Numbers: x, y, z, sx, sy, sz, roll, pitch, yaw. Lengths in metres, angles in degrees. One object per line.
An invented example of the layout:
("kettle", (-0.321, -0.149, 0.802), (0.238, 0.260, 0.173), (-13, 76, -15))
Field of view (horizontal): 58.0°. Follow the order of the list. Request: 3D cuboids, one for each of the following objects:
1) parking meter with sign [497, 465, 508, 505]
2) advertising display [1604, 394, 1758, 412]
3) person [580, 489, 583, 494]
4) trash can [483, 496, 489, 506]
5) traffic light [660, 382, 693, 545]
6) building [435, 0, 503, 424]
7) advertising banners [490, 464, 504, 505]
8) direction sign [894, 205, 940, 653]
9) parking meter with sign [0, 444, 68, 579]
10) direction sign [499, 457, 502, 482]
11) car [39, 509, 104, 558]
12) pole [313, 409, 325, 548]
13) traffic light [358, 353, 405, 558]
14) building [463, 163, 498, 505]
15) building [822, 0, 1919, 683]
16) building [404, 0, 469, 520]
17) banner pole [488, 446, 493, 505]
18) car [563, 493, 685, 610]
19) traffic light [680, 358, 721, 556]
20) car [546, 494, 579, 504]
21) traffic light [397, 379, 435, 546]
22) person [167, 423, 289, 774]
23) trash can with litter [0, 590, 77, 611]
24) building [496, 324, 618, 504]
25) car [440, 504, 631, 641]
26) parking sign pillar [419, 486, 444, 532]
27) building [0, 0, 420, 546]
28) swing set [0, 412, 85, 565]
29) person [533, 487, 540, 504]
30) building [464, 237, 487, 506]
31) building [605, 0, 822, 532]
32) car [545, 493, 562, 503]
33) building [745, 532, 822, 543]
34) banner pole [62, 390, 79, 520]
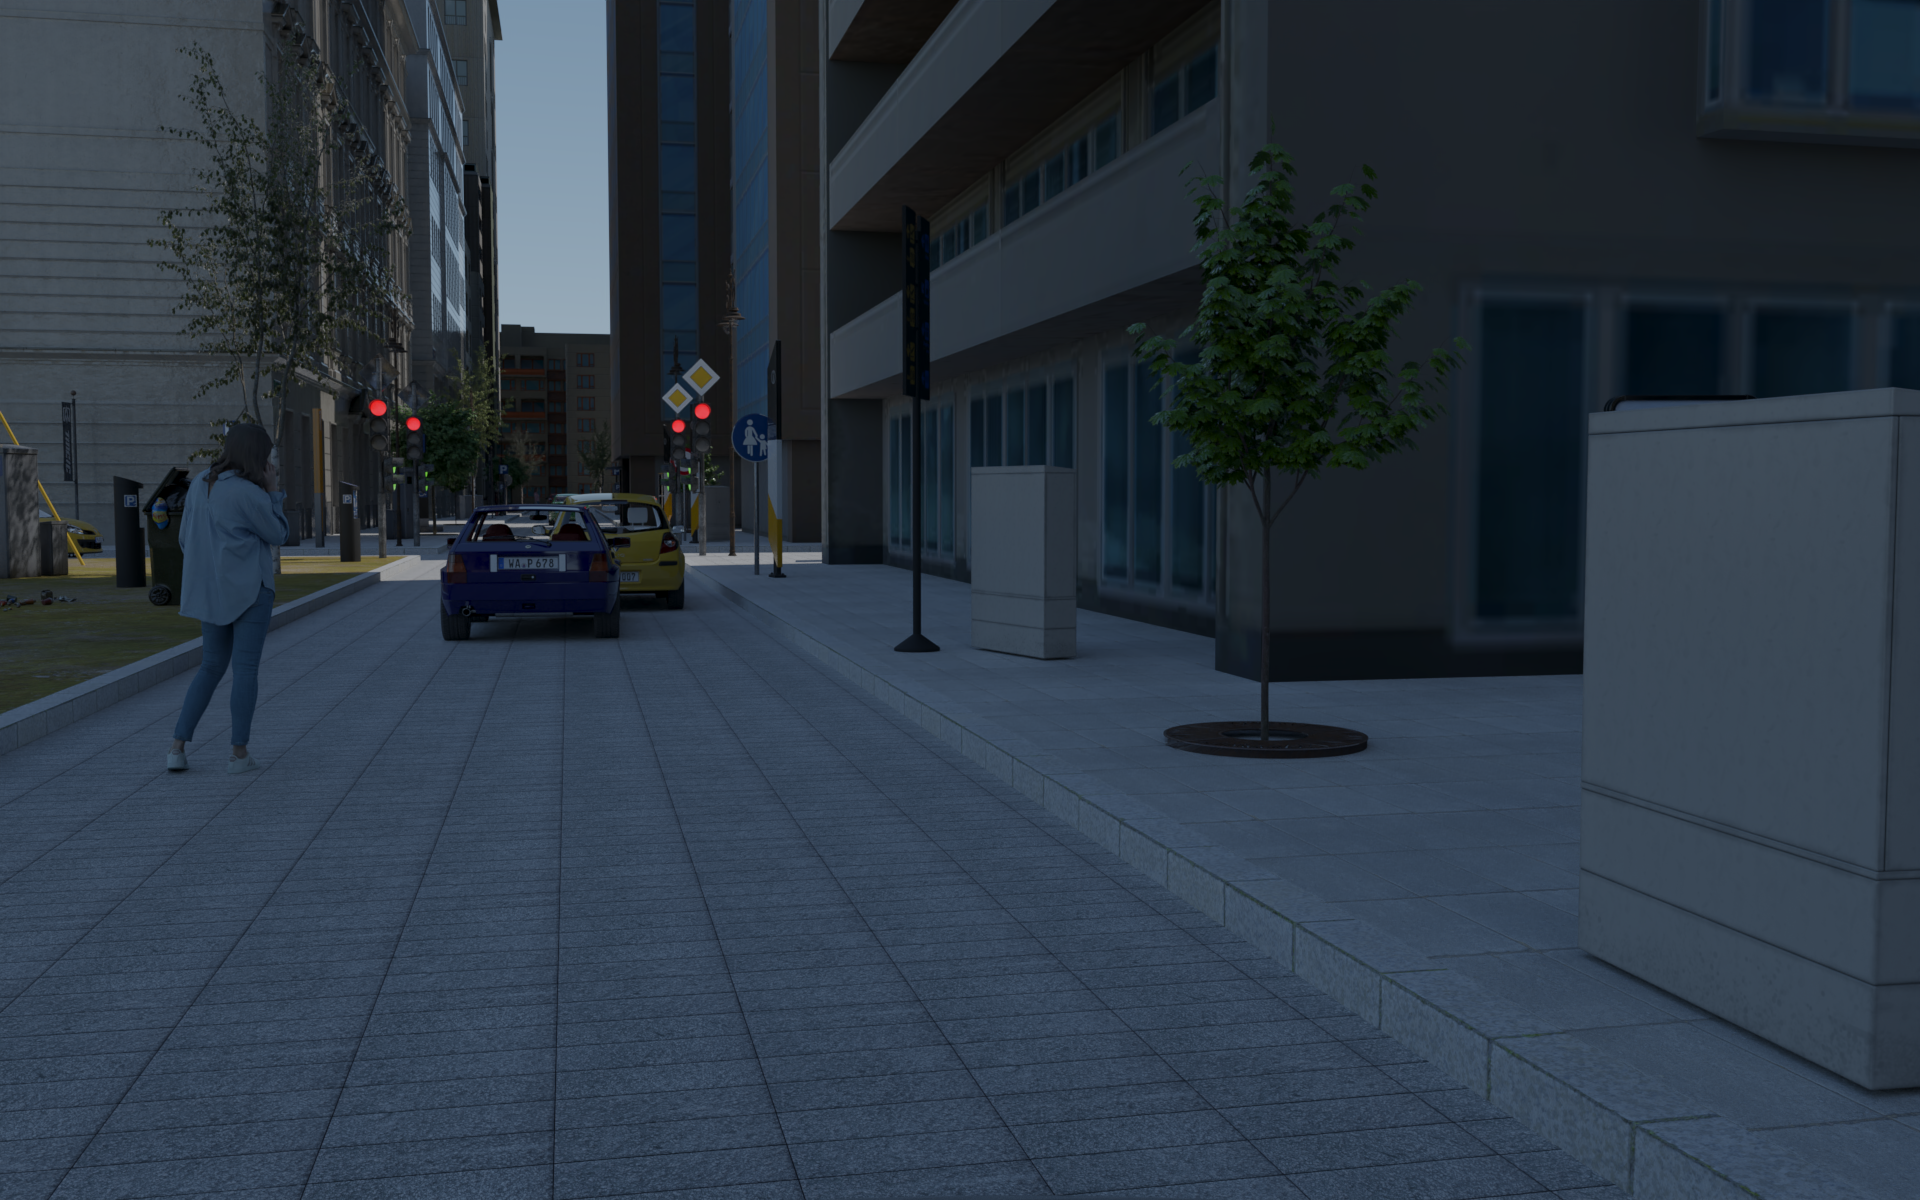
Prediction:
("parking meter with sign", (-27.605, -6.614, 104.396), (0.543, 3.016, 1.738), (-1, 4, -22))
("advertising display", (4.706, -0.374, 11.335), (0.974, 1.923, 0.123), (0, 4, 3))
("person", (-29.770, -7.813, 136.174), (0.705, 1.831, 1.348), (-1, 4, -21))
("trash can", (-29.808, -5.905, 108.207), (0.748, 1.137, 0.748), (0, 3, 0))
("traffic light", (-7.134, -3.351, 43.717), (0.839, 4.253, 0.868), (-1, 4, -13))
("building", (-59.121, -35.491, 169.518), (27.495, 52.752, 28.713), (-1, 4, -13))
("advertising banners", (-26.814, -6.361, 100.183), (0.090, 3.025, 2.074), (0, 4, 6))
("direction sign", (-0.352, -1.351, 14.083), (0.379, 3.537, 0.876), (1, 4, 11))
("parking meter with sign", (-14.485, -1.849, 26.499), (0.543, 3.016, 1.738), (1, 4, 15))
("direction sign", (-28.190, -6.992, 106.311), (0.379, 3.537, 0.876), (-1, 4, -23))
("car", (-20.295, -1.610, 36.549), (3.980, 1.641, 2.015), (-1, 4, -11))
("pole", (-15.325, -2.908, 41.382), (0.158, 3.312, 0.155), (0, 3, 0))
("traffic light", (-11.528, -2.789, 34.526), (0.839, 4.253, 0.868), (-1, 4, -13))
("building", (-47.672, -23.108, 149.515), (14.160, 30.474, 14.107), (-1, 4, -13))
("building", (10.127, -24.413, 22.859), (21.300, 48.544, 21.600), (-1, 4, -13))
("building", (-34.702, -19.655, 98.859), (11.434, 29.767, 29.804), (-1, 4, -13))
("banner pole", (-24.710, -6.188, 91.187), (0.401, 3.779, 0.863), (-2, 4, -30))
("car", (-4.577, -0.763, 22.699), (2.015, 1.641, 3.980), (-1, 4, -13))
("traffic light", (-5.375, -2.875, 35.927), (0.839, 4.253, 0.868), (-1, 4, -13))
("car", (-18.018, -4.167, 79.925), (2.131, 1.459, 4.920), (-1, 4, -11))
("traffic light", (-13.287, -3.266, 42.316), (0.839, 4.253, 0.868), (-1, 4, -13))
("person", (-3.783, -0.008, 8.903), (0.793, 1.790, 0.793), (-1, 4, -10))
("trash can with litter", (-10.972, -0.541, 19.897), (1.678, 1.210, 2.233), (1, 4, 17))
("building", (-53.713, -22.425, 211.685), (28.899, 21.520, 27.650), (-1, 4, -13))
("car", (-4.486, -0.356, 18.403), (1.945, 1.354, 3.894), (-1, 4, -11))
("parking sign pillar", (-18.308, -4.299, 58.769), (1.447, 3.967, 1.447), (-1, 4, -21))
("building", (-29.741, -17.476, 62.147), (17.030, 29.872, 44.131), (-1, 4, -13))
("swing set", (-17.837, -2.073, 31.517), (2.862, 2.851, 3.119), (-3, 4, -37))
("person", (-23.748, -5.428, 97.258), (0.388, 1.821, 0.555), (0, 4, -8))
("building", (-49.642, -17.214, 126.484), (27.650, 21.520, 28.899), (-1, 4, -13))
("building", (-7.193, -25.703, 70.353), (14.600, 45.320, 14.200), (-1, 4, -13))
("car", (-34.233, -8.472, 147.555), (2.155, 1.783, 4.494), (-1, 4, -14))
("building", (0.697, -24.574, 51.900), (14.200, 45.320, 14.600), (-1, 4, -13))
("banner pole", (-21.383, -3.159, 41.674), (0.401, 3.779, 0.863), (0, 4, -3))
